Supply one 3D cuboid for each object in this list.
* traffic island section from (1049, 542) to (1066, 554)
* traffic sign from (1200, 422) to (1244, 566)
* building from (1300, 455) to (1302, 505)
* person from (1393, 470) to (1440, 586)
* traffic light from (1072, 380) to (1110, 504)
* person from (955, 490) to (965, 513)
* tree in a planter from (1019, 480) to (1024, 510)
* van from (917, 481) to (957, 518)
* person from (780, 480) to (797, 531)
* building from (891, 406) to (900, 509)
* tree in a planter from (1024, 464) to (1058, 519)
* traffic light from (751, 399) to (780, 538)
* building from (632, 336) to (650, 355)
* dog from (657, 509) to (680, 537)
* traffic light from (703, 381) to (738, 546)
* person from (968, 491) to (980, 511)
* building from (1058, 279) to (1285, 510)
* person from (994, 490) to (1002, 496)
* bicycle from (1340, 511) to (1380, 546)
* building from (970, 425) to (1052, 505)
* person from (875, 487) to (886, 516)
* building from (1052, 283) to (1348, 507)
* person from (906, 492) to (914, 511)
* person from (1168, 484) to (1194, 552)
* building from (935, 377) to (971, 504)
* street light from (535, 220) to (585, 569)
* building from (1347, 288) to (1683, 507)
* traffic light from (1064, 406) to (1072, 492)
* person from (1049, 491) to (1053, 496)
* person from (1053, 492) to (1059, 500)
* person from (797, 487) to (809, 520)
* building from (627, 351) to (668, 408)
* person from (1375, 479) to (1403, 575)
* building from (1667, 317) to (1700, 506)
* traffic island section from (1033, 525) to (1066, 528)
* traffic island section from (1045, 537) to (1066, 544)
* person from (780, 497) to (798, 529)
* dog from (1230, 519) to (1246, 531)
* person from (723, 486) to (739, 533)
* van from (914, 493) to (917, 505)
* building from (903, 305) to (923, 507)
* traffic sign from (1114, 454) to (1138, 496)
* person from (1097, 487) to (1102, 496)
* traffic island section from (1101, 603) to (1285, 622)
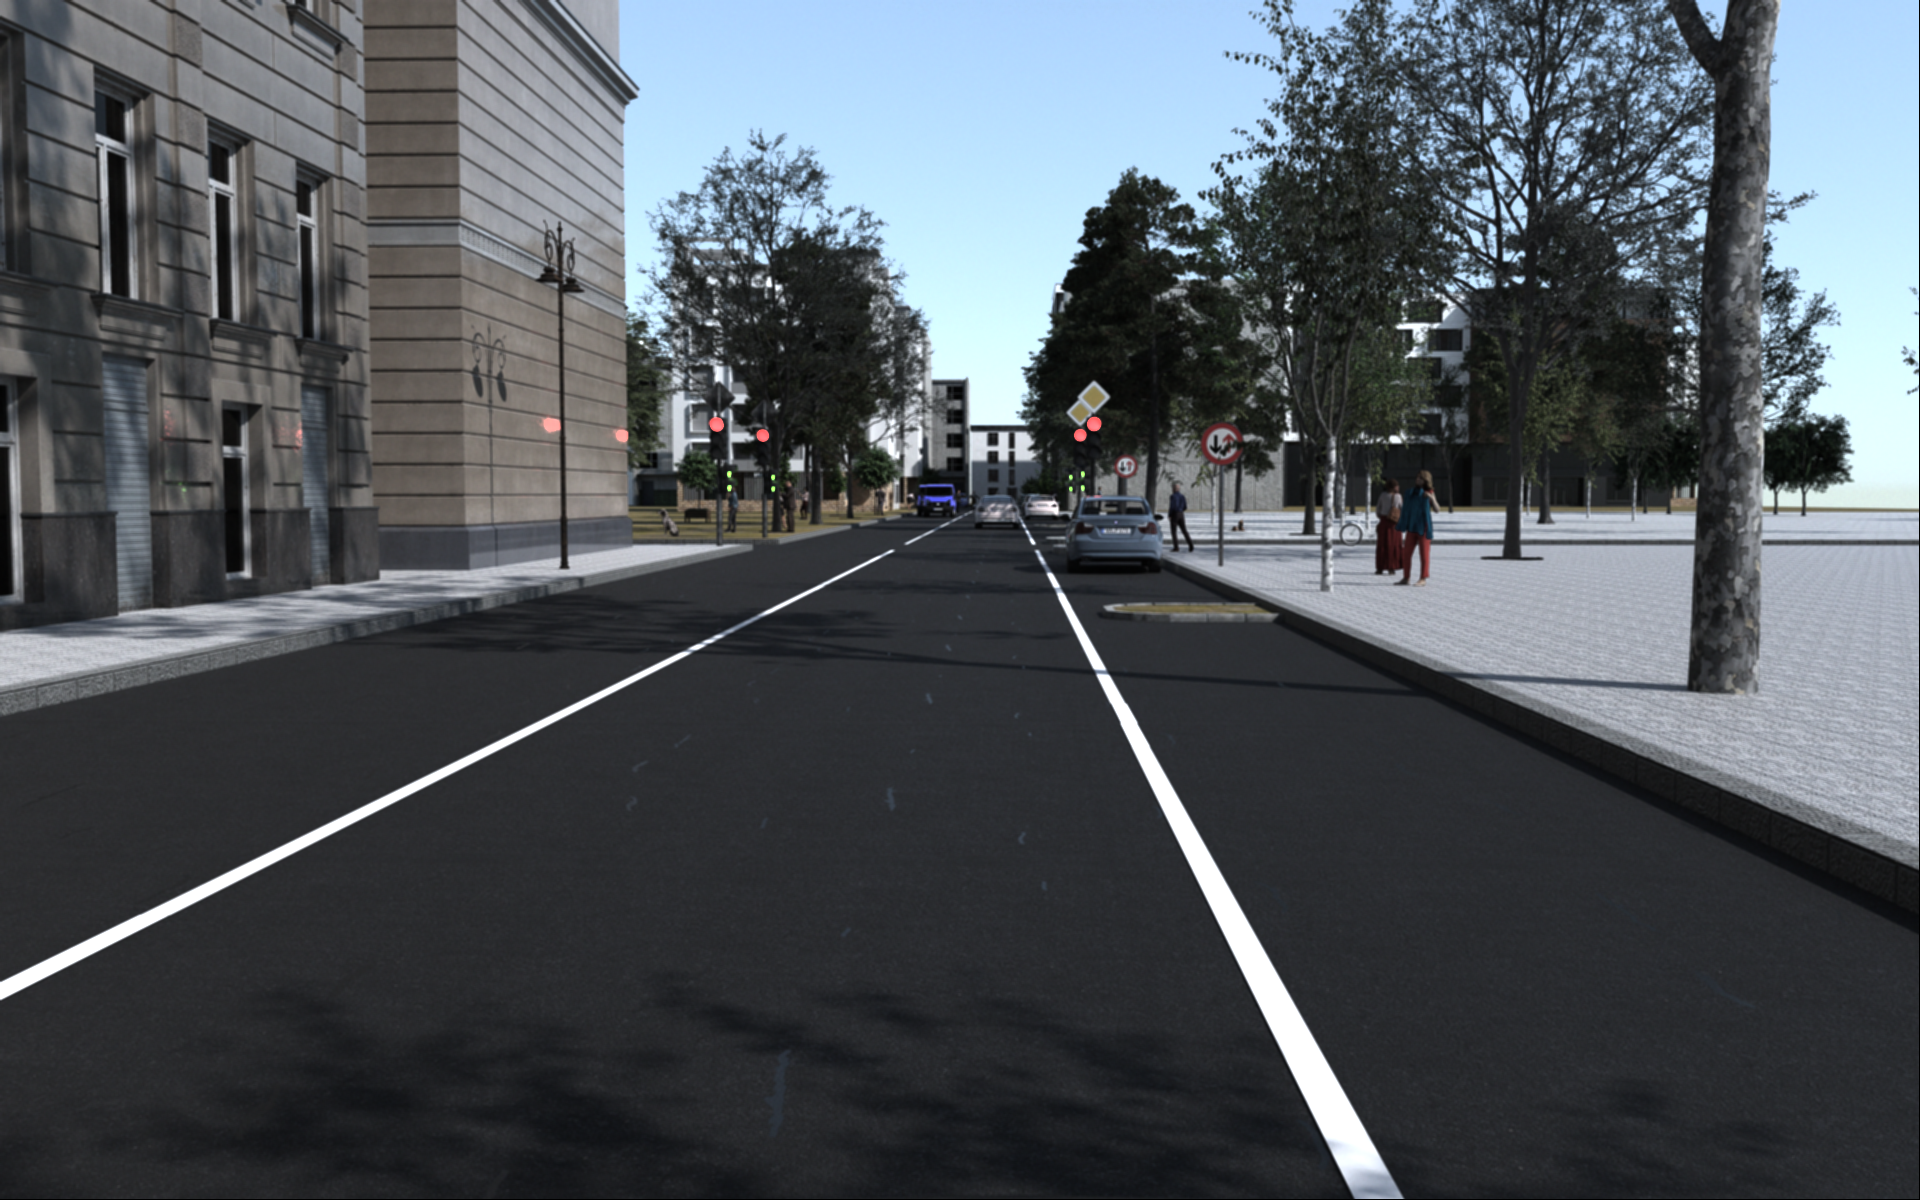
[{"bbox_3d":[3.286,-1.237,42.502,2.009,0.180,2.903,0,4,2],"label":"traffic island section"},{"bbox_3d":[4.642,-1.874,30.740,0.768,2.556,0.104,0,4,4],"label":"traffic sign"},{"bbox_3d":[47.101,-22.063,217.152,11.380,20.091,16.016,0,4,2],"label":"building"},{"bbox_3d":[6.377,-1.005,24.183,0.444,1.614,0.593,-1,4,-17],"label":"person"},{"bbox_3d":[3.246,-3.250,42.390,0.839,4.213,0.868,0,4,2],"label":"traffic light"},{"bbox_3d":[0.009,-7.617,133.570,0.750,1.759,0.617,-1,4,-18],"label":"person"},{"bbox_3d":[6.275,-9.477,152.171,1.991,3.239,1.994,0,4,2],"label":"tree in a planter"},{"bbox_3d":[-1.262,-6.273,106.953,2.240,2.365,5.245,0,4,1],"label":"van"},{"bbox_3d":[-5.792,-3.149,58.217,0.600,1.739,0.565,-2,4,-30],"label":"person"},{"bbox_3d":[-9.713,-12.833,151.972,9.099,9.664,28.070,0,4,2],"label":"building"},{"bbox_3d":[4.907,-6.407,101.978,1.991,3.239,1.994,0,4,2],"label":"tree in a planter"},{"bbox_3d":[-5.694,-3.753,50.605,0.839,4.213,0.868,0,4,2],"label":"traffic light"},{"bbox_3d":[-58.357,-23.352,225.780,32.646,21.610,27.936,0,4,2],"label":"building"},{"bbox_3d":[-8.744,-2.333,52.525,0.800,0.831,0.513,3,5,43],"label":"dog"},{"bbox_3d":[-5.912,-3.265,42.623,0.839,4.213,0.868,0,4,2],"label":"traffic light"},{"bbox_3d":[1.211,-8.490,148.043,1.217,1.736,0.721,-2,4,-29],"label":"person"},{"bbox_3d":[17.429,-17.426,151.370,16.747,18.905,31.486,0,4,2],"label":"building"},{"bbox_3d":[3.113,-8.028,140.486,1.217,1.736,0.721,1,4,21],"label":"person"},{"bbox_3d":[10.216,-1.822,43.018,1.543,0.972,0.635,0,4,3],"label":"bicycle"},{"bbox_3d":[15.397,-16.685,214.952,28.070,9.664,9.099,0,4,2],"label":"building"},{"bbox_3d":[-4.719,-5.898,103.303,0.655,1.722,0.431,2,4,30],"label":"person"},{"bbox_3d":[23.625,-20.795,183.978,27.936,21.610,32.646,0,4,2],"label":"building"},{"bbox_3d":[-3.802,-7.609,133.646,0.628,1.438,0.799,0,4,4],"label":"person"},{"bbox_3d":[4.874,-1.825,38.574,0.574,1.496,0.600,0,4,-6],"label":"person"},{"bbox_3d":[-14.521,-21.600,219.617,31.486,18.905,16.747,0,4,2],"label":"building"},{"bbox_3d":[-6.784,-3.470,29.526,0.468,5.910,1.993,0,4,2],"label":"street light"},{"bbox_3d":[55.411,-20.899,185.665,32.646,21.610,27.936,0,4,2],"label":"building"},{"bbox_3d":[3.464,-3.739,50.372,0.839,4.213,0.868,0,4,2],"label":"traffic light"},{"bbox_3d":[8.255,-9.249,158.728,0.593,1.643,0.415,-2,4,-25],"label":"person"},{"bbox_3d":[8.278,-8.626,150.259,0.628,1.438,0.799,0,4,2],"label":"person"},{"bbox_3d":[-7.913,-4.877,87.241,0.566,1.644,0.517,1,4,22],"label":"person"},{"bbox_3d":[-36.508,-22.206,219.487,11.380,20.091,16.016,0,4,2],"label":"building"},{"bbox_3d":[6.834,-1.167,27.589,0.387,1.526,0.523,-3,5,-43],"label":"person"},{"bbox_3d":[77.580,-20.473,191.148,11.380,20.091,16.016,0,4,2],"label":"building"},{"bbox_3d":[4.178,-3.197,75.140,1.991,0.108,1.994,0,4,2],"label":"traffic island section"},{"bbox_3d":[3.504,-1.725,50.484,2.009,0.180,2.903,0,4,2],"label":"traffic island section"},{"bbox_3d":[-6.405,-3.313,63.397,0.799,1.438,0.628,-2,4,-27],"label":"person"},{"bbox_3d":[9.548,-2.576,59.855,0.748,0.427,0.550,0,4,-2],"label":"dog"},{"bbox_3d":[-7.570,-3.013,57.519,0.429,1.552,0.499,1,4,21],"label":"person"},{"bbox_3d":[-1.812,-6.625,112.708,2.240,2.365,5.245,0,3,0],"label":"van"},{"bbox_3d":[-11.683,-19.281,171.669,16.016,20.091,11.380,0,4,2],"label":"building"},{"bbox_3d":[5.316,-3.389,55.520,0.768,2.556,0.104,0,4,5],"label":"traffic sign"},{"bbox_3d":[10.518,-7.588,130.098,0.705,1.826,1.348,-1,4,-13],"label":"person"},{"bbox_3d":[2.680,0.150,20.414,1.991,0.108,1.994,0,4,2],"label":"traffic island section"}]
